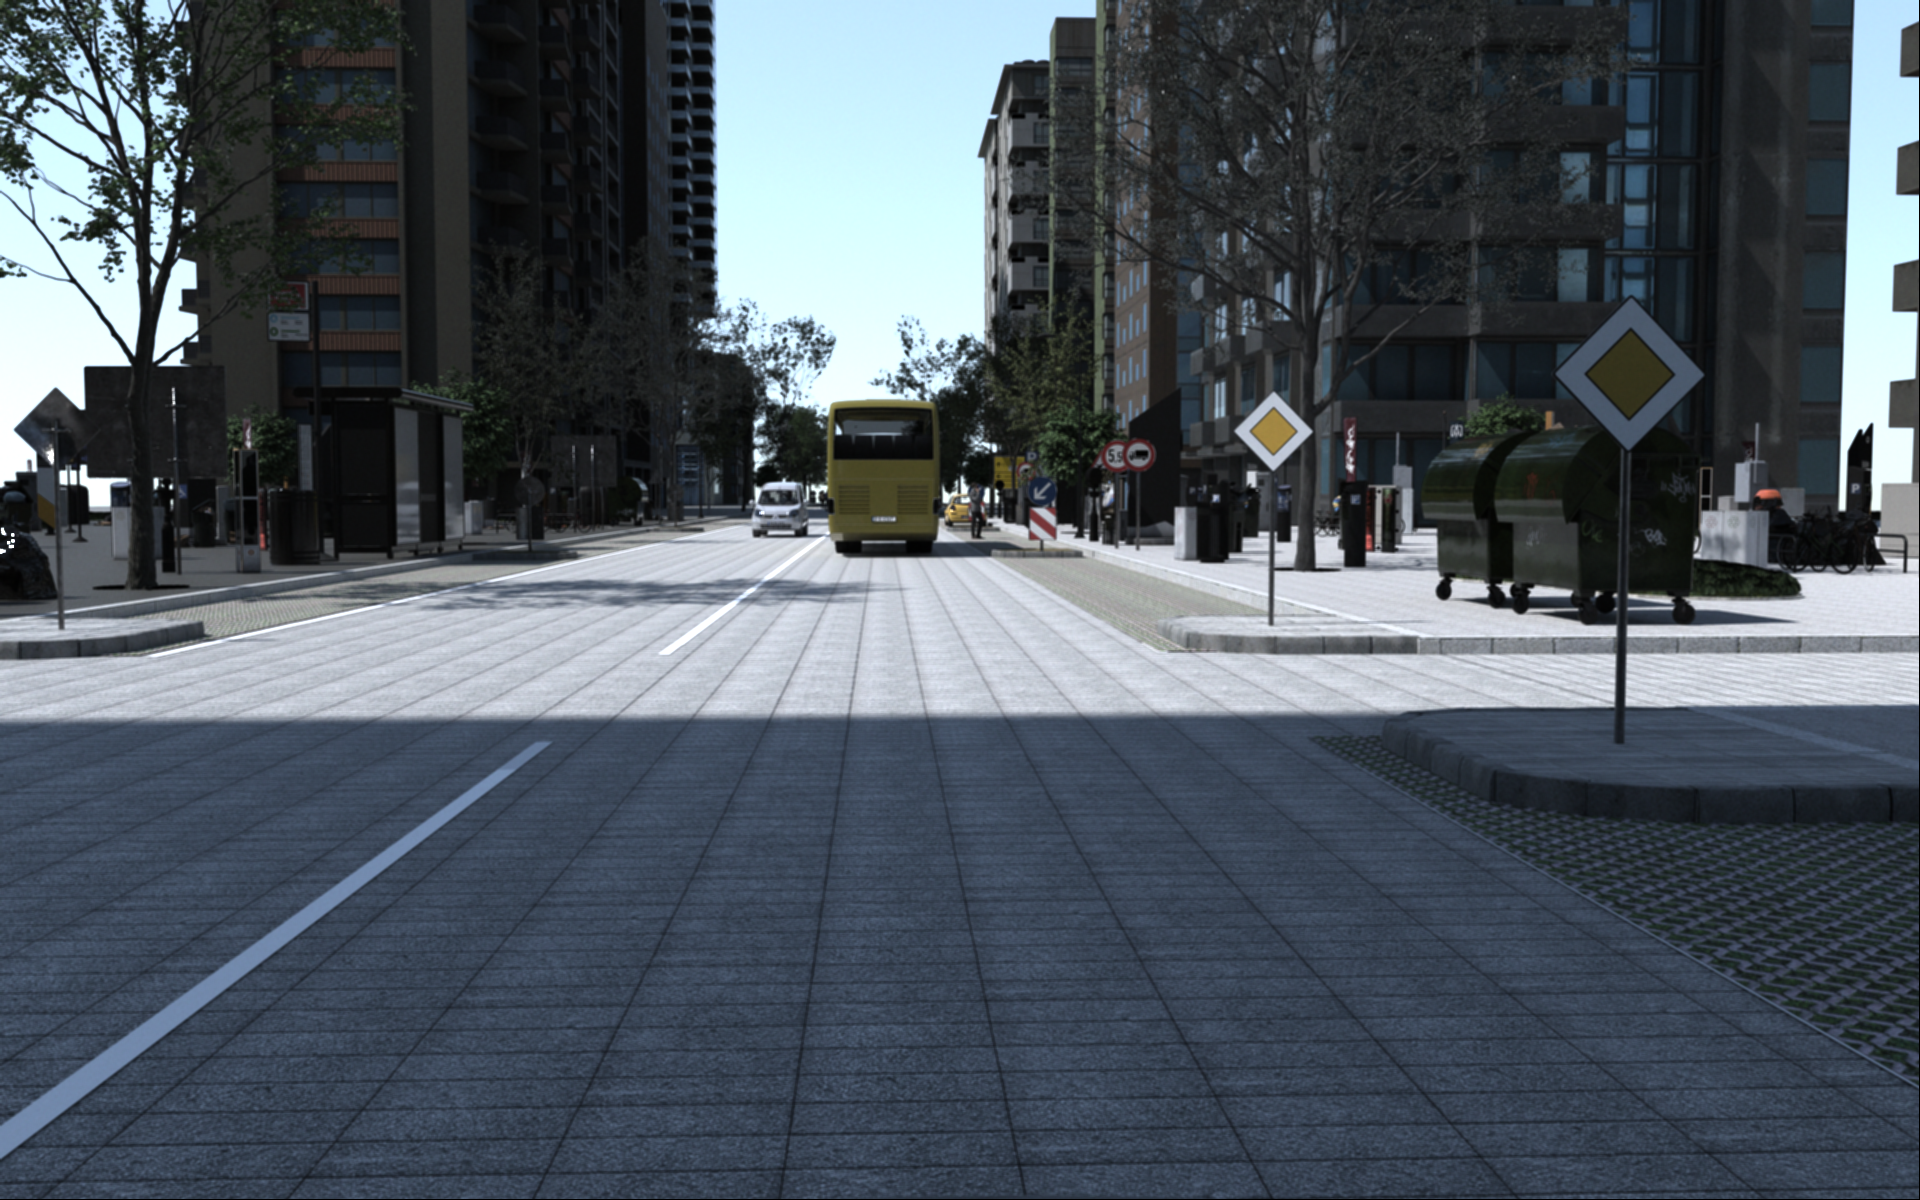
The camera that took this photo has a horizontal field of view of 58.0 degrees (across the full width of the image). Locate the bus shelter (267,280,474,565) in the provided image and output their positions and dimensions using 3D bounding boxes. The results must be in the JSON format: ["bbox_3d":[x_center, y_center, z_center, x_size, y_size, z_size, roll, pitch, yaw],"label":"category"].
[{"bbox_3d":[-12.024,-3.527,35.303,2.179,5.291,8.768,0,4,-3],"label":"bus shelter"}]

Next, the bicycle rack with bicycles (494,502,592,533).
[{"bbox_3d":[-13.990,-2.673,57.087,2.925,0.926,2.852,2,4,32],"label":"bicycle rack with bicycles"}]

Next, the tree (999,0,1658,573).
[{"bbox_3d":[5.907,-7.224,28.475,12.009,13.543,11.850,0,3,0],"label":"tree"}]

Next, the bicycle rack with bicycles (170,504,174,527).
[{"bbox_3d":[-29.072,-3.161,65.071,2.925,0.926,2.852,-3,5,-44],"label":"bicycle rack with bicycles"}]

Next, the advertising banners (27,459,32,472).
[{"bbox_3d":[-47.491,-5.604,87.818,2.074,3.025,0.090,3,4,39],"label":"advertising banners"}]

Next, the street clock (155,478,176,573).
[{"bbox_3d":[-12.984,-1.456,28.371,0.358,2.002,0.471,-1,4,-19],"label":"street clock"}]

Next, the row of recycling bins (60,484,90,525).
[{"bbox_3d":[-37.868,-4.052,73.356,1.069,1.692,3.534,0,4,-5],"label":"row of recycling bins"}]

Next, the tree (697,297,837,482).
[{"bbox_3d":[-18.578,-19.092,168.046,12.611,20.169,13.585,0,3,0],"label":"tree"}]

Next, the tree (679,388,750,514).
[{"bbox_3d":[-15.601,-9.691,108.818,4.737,8.622,4.395,0,3,0],"label":"tree"}]

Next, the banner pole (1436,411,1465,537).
[{"bbox_3d":[14.753,-3.794,52.042,0.863,3.779,0.401,3,5,41],"label":"banner pole"}]

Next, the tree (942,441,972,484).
[{"bbox_3d":[-3.186,-18.435,218.420,9.611,12.733,9.660,0,3,0],"label":"tree"}]

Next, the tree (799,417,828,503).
[{"bbox_3d":[-22.049,-20.258,249.350,7.486,12.596,7.792,0,3,0],"label":"tree"}]

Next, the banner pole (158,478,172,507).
[{"bbox_3d":[-23.026,-3.674,50.089,0.863,3.779,0.401,2,4,35],"label":"banner pole"}]

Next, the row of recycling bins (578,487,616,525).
[{"bbox_3d":[-15.115,-3.992,72.375,1.069,1.692,3.534,0,4,2],"label":"row of recycling bins"}]

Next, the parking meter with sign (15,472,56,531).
[{"bbox_3d":[-32.045,-3.872,59.574,1.738,3.016,0.543,-1,4,-14],"label":"parking meter with sign"}]

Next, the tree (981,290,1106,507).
[{"bbox_3d":[3.175,-6.825,61.952,4.737,8.622,4.395,0,3,0],"label":"tree"}]

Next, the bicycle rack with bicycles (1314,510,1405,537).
[{"bbox_3d":[11.621,-2.387,52.405,2.925,0.926,2.852,3,5,39],"label":"bicycle rack with bicycles"}]

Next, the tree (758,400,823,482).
[{"bbox_3d":[-18.646,-16.161,189.986,9.928,11.665,9.643,0,3,0],"label":"tree"}]

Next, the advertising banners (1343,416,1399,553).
[{"bbox_3d":[9.094,-2.585,38.454,0.090,3.025,2.074,-1,4,-22],"label":"advertising banners"}]

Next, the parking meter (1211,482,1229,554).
[{"bbox_3d":[5.457,-1.709,36.353,0.372,1.533,0.369,0,3,0],"label":"parking meter"}]

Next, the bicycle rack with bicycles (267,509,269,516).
[{"bbox_3d":[-29.247,-3.880,76.816,2.852,0.926,2.925,2,4,32],"label":"bicycle rack with bicycles"}]

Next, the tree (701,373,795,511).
[{"bbox_3d":[-15.725,-11.843,128.047,7.601,10.594,8.767,0,4,7],"label":"tree"}]

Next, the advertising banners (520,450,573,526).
[{"bbox_3d":[-16.611,-4.484,69.507,2.074,3.025,0.090,-1,4,-22],"label":"advertising banners"}]

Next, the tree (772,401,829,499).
[{"bbox_3d":[-21.385,-20.193,236.809,9.857,13.997,8.962,0,3,0],"label":"tree"}]

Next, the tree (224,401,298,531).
[{"bbox_3d":[-24.813,-4.743,61.263,4.285,4.588,4.351,0,3,0],"label":"tree"}]

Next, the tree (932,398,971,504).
[{"bbox_3d":[-2.371,-17.451,203.453,7.486,12.596,7.792,0,3,0],"label":"tree"}]

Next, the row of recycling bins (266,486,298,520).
[{"bbox_3d":[-33.757,-4.846,86.337,1.069,1.692,3.534,0,4,4],"label":"row of recycling bins"}]

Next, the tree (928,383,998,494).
[{"bbox_3d":[0.040,-13.946,153.779,9.928,11.665,9.643,0,3,0],"label":"tree"}]

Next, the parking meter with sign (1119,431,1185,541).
[{"bbox_3d":[5.198,-3.140,47.603,1.738,3.016,0.543,-1,4,-13],"label":"parking meter with sign"}]

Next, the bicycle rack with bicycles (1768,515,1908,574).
[{"bbox_3d":[14.356,-0.946,28.843,2.852,0.926,2.925,0,4,3],"label":"bicycle rack with bicycles"}]

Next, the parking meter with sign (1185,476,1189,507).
[{"bbox_3d":[8.638,-4.386,67.974,0.543,3.016,1.738,3,5,43],"label":"parking meter with sign"}]

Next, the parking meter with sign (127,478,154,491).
[{"bbox_3d":[-36.959,-4.980,77.689,0.543,3.016,1.738,2,4,33],"label":"parking meter with sign"}]

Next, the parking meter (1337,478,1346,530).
[{"bbox_3d":[13.650,-3.421,61.638,0.399,1.863,0.255,2,4,31],"label":"parking meter"}]

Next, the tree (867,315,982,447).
[{"bbox_3d":[-3.902,-20.110,184.682,12.611,20.169,13.585,0,3,0],"label":"tree"}]

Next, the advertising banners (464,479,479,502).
[{"bbox_3d":[-17.562,-3.982,61.288,0.090,3.025,2.074,1,4,19],"label":"advertising banners"}]

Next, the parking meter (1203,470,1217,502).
[{"bbox_3d":[6.093,-2.233,42.226,0.255,1.863,0.399,-1,4,-13],"label":"parking meter"}]

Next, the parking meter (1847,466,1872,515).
[{"bbox_3d":[18.840,-1.870,36.287,0.255,1.863,0.399,-2,4,-30],"label":"parking meter"}]

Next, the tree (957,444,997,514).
[{"bbox_3d":[1.390,-7.960,113.863,4.285,4.588,4.351,0,3,0],"label":"tree"}]

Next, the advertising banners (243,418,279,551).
[{"bbox_3d":[-15.861,-2.639,39.338,0.090,3.025,2.074,-3,5,-43],"label":"advertising banners"}]

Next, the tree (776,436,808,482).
[{"bbox_3d":[-20.428,-16.021,212.305,4.360,8.622,3.978,0,3,0],"label":"tree"}]

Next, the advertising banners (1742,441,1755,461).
[{"bbox_3d":[26.898,-3.760,57.666,2.074,3.025,0.090,-1,4,-12],"label":"advertising banners"}]

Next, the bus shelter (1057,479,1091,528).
[{"bbox_3d":[4.640,-4.724,68.520,1.731,3.624,6.357,0,4,-3],"label":"bus shelter"}]

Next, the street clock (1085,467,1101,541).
[{"bbox_3d":[3.640,-2.591,46.937,0.471,2.002,0.358,-2,4,-30],"label":"street clock"}]

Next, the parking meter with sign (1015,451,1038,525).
[{"bbox_3d":[2.692,-4.597,71.416,0.543,3.016,1.738,-1,4,-15],"label":"parking meter with sign"}]

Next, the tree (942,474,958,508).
[{"bbox_3d":[-0.878,-10.422,165.003,1.663,3.219,1.824,0,3,0],"label":"tree"}]

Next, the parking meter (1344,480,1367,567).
[{"bbox_3d":[6.962,-1.350,30.489,0.372,1.533,0.369,0,3,0],"label":"parking meter"}]

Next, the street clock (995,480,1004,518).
[{"bbox_3d":[2.095,-5.311,91.405,0.471,2.002,0.358,0,4,6],"label":"street clock"}]

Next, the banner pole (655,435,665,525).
[{"bbox_3d":[-12.626,-5.078,73.036,0.401,3.779,0.863,0,4,2],"label":"banner pole"}]

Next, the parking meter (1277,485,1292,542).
[{"bbox_3d":[8.658,-2.314,46.248,0.372,1.533,0.369,0,3,0],"label":"parking meter"}]

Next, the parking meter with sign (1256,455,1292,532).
[{"bbox_3d":[10.495,-3.848,59.177,0.543,3.016,1.738,-3,4,-36],"label":"parking meter with sign"}]

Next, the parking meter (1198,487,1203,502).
[{"bbox_3d":[8.530,-3.275,61.955,0.372,1.533,0.369,0,3,0],"label":"parking meter"}]

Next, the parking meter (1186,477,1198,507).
[{"bbox_3d":[7.725,-3.182,57.730,0.399,1.863,0.255,0,4,5],"label":"parking meter"}]

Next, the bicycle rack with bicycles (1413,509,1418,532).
[{"bbox_3d":[14.449,-2.831,59.666,2.852,0.926,2.925,0,4,7],"label":"bicycle rack with bicycles"}]

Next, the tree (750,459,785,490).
[{"bbox_3d":[-17.677,-10.764,159.711,4.285,4.588,4.351,0,3,0],"label":"tree"}]

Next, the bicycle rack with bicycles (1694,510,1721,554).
[{"bbox_3d":[16.295,-1.523,38.286,2.852,0.926,2.925,1,4,19],"label":"bicycle rack with bicycles"}]
